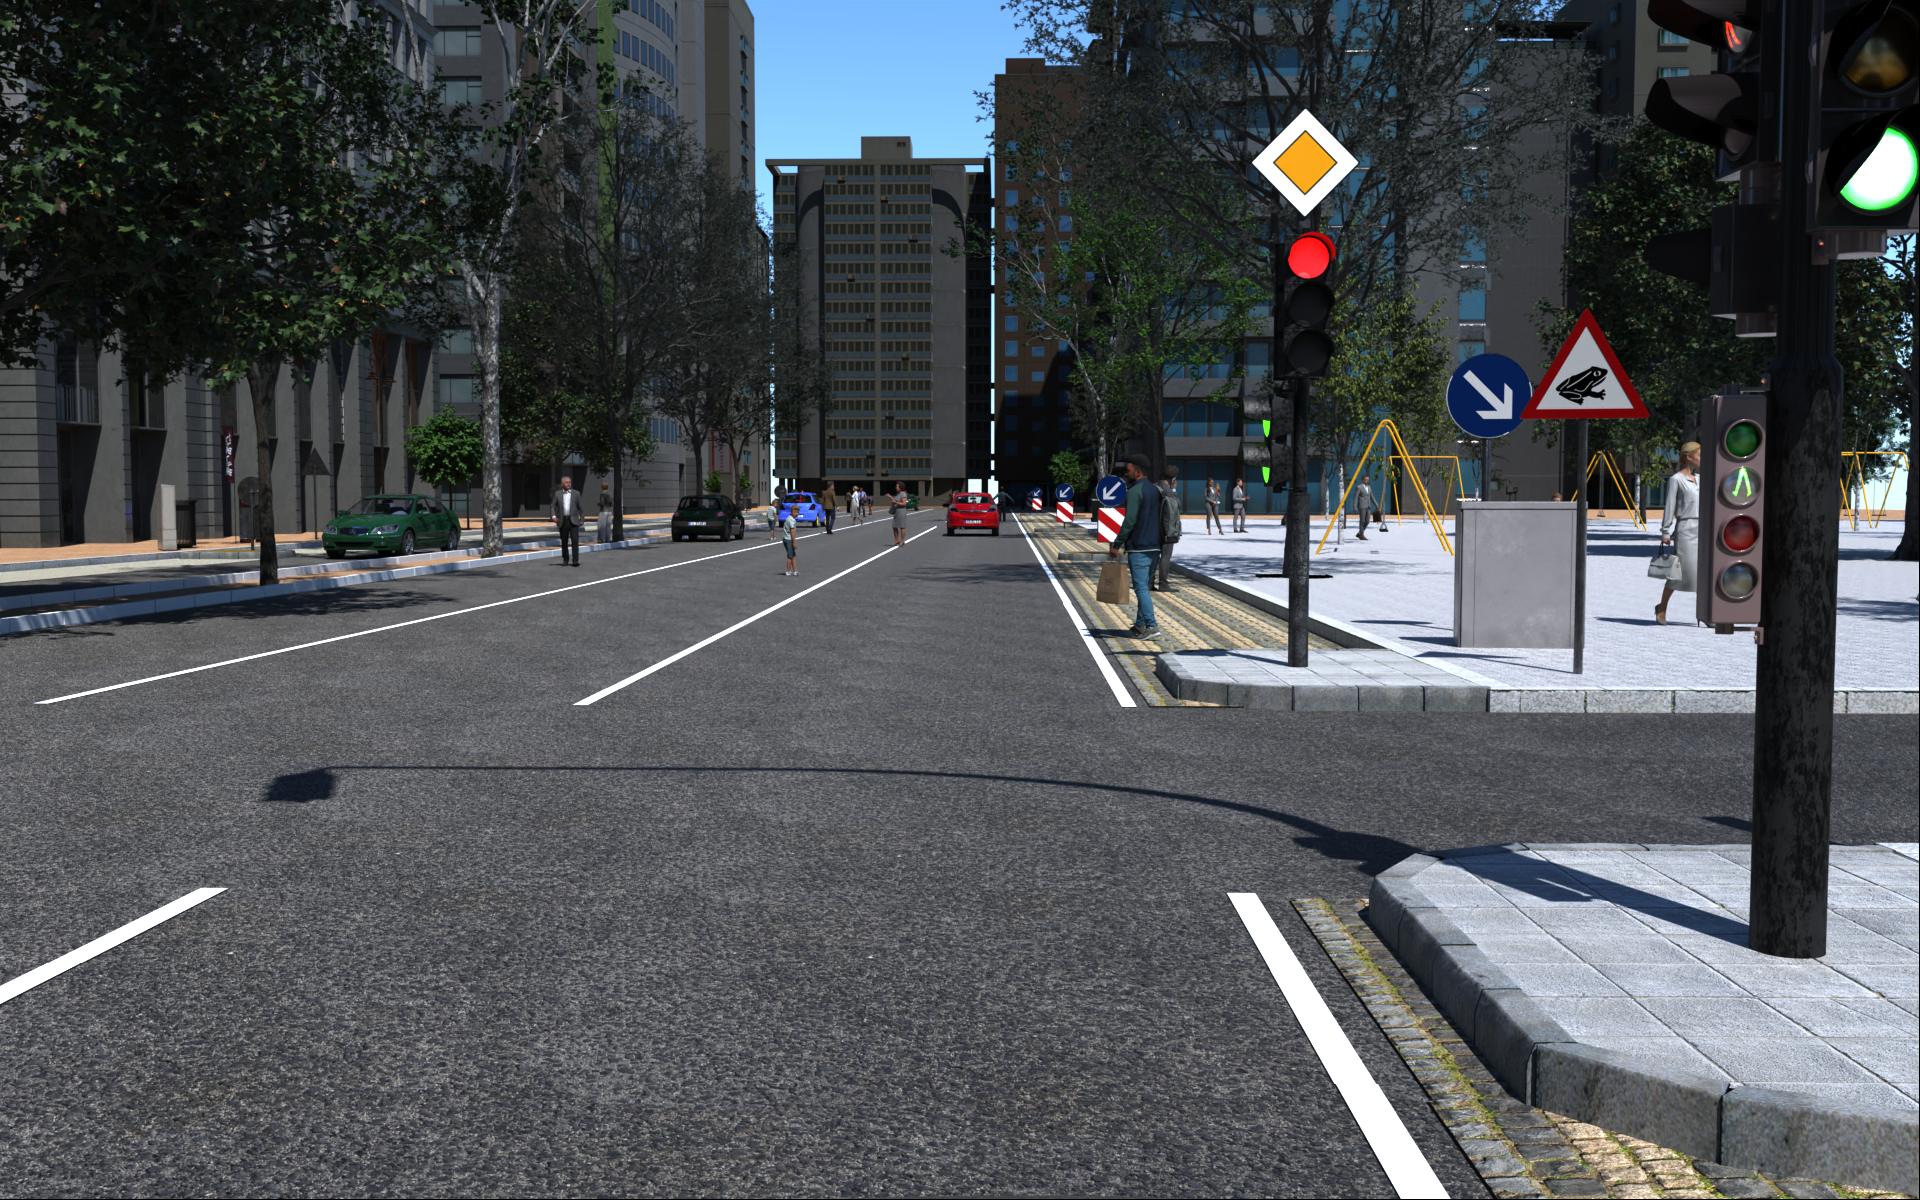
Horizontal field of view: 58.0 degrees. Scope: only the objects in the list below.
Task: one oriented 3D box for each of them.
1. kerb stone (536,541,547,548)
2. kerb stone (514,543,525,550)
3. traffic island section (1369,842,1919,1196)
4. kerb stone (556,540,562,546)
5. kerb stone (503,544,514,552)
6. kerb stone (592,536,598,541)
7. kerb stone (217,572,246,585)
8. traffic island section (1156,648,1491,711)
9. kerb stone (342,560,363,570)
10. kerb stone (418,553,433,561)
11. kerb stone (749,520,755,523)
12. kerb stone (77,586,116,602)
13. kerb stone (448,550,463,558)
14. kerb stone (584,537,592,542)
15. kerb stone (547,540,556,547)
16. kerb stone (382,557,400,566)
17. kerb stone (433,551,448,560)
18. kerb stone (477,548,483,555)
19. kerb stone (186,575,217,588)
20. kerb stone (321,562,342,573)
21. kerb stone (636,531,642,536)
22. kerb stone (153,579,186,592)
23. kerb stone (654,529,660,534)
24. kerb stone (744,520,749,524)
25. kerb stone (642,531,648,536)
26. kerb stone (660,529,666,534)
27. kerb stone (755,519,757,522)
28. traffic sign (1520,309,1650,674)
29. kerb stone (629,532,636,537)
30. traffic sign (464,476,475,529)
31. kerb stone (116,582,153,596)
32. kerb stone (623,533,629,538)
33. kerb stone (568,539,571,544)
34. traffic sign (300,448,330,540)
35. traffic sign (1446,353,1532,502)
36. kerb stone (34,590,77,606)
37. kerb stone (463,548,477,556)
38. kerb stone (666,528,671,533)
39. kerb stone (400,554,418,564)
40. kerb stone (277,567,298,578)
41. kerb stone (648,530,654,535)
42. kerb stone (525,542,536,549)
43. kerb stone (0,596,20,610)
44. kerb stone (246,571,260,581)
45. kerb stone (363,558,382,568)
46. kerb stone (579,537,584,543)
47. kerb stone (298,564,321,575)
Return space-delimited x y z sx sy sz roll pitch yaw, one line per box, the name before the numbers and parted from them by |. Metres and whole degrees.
kerb stone | -11.254 -1.459 46.071 0.120 0.150 1.000 0 4 1
kerb stone | -11.306 -1.335 44.015 0.120 0.150 1.000 0 4 1
traffic island section | 2.344 1.063 4.898 2.009 0.180 2.903 0 4 1
kerb stone | -11.213 -1.585 48.118 0.120 0.150 1.000 0 4 1
kerb stone | -11.328 -1.272 42.989 0.120 0.150 1.000 0 4 1
kerb stone | -11.106 -1.833 52.216 0.120 0.150 1.000 0 4 1
kerb stone | -11.701 -0.331 27.602 0.120 0.150 1.000 0 4 1
traffic island section | 2.535 0.575 12.881 2.009 0.180 2.903 0 4 1
kerb stone | -11.577 -0.644 32.730 0.120 0.150 1.000 0 4 1
kerb stone | -11.484 -0.894 36.831 0.120 0.150 1.000 0 4 1
kerb stone | -10.326 -3.841 85.002 0.120 0.150 1.000 0 4 1
kerb stone | -11.800 -0.080 23.496 0.120 0.150 1.000 0 4 1
kerb stone | -11.426 -1.021 38.881 0.120 0.150 1.000 0 4 1
kerb stone | -11.133 -1.774 51.194 0.120 0.150 1.000 0 4 1
kerb stone | -11.235 -1.523 47.095 0.120 0.150 1.000 0 4 1
kerb stone | -11.530 -0.766 34.786 0.120 0.150 1.000 0 4 1
kerb stone | -11.456 -0.958 37.853 0.120 0.150 1.000 0 4 1
kerb stone | -11.379 -1.146 40.932 0.120 0.150 1.000 0 4 1
kerb stone | -11.724 -0.263 26.570 0.120 0.150 1.000 0 4 1
kerb stone | -11.601 -0.580 31.698 0.120 0.150 1.000 0 4 1
kerb stone | -10.956 -2.207 58.370 0.120 0.150 1.000 0 4 1
kerb stone | -11.752 -0.205 25.548 0.120 0.150 1.000 0 4 1
kerb stone | -10.885 -2.400 61.453 0.120 0.150 1.000 0 4 1
kerb stone | -10.369 -3.716 82.952 0.120 0.150 1.000 0 4 1
kerb stone | -10.938 -2.275 59.402 0.120 0.150 1.000 0 4 1
kerb stone | -10.863 -2.460 62.475 0.120 0.150 1.000 0 4 1
kerb stone | -10.300 -3.904 86.027 0.120 0.150 1.000 0 4 1
traffic sign | 4.408 -0.751 12.282 0.884 2.594 0.081 0 4 6
kerb stone | -10.994 -2.143 57.346 0.120 0.150 1.000 0 4 1
traffic sign | -18.176 -3.905 63.947 0.768 2.556 0.104 0 4 3
kerb stone | -11.773 -0.143 24.525 0.120 0.150 1.000 0 4 1
kerb stone | -11.012 -2.087 56.324 0.120 0.150 1.000 0 4 1
kerb stone | -11.185 -1.648 49.145 0.120 0.150 1.000 0 4 1
traffic sign | -18.157 -2.983 48.774 0.884 2.594 0.081 0 4 8
traffic sign | 4.795 -0.959 15.789 0.768 2.556 0.104 0 4 4
kerb stone | -11.823 -0.017 22.474 0.120 0.150 1.000 0 4 1
kerb stone | -11.401 -1.080 39.910 0.120 0.150 1.000 0 4 1
kerb stone | -10.834 -2.526 63.498 0.120 0.150 1.000 0 4 1
kerb stone | -11.497 -0.827 35.808 0.120 0.150 1.000 0 4 1
kerb stone | -11.645 -0.456 29.653 0.120 0.150 1.000 0 4 1
kerb stone | -10.922 -2.338 60.428 0.120 0.150 1.000 0 4 1
kerb stone | -11.285 -1.397 45.037 0.120 0.150 1.000 0 4 1
kerb stone | -11.842 0.046 21.452 0.120 0.150 1.000 0 4 1
kerb stone | -11.673 -0.389 28.624 0.120 0.150 1.000 0 4 1
kerb stone | -11.552 -0.708 33.763 0.120 0.150 1.000 0 4 1
kerb stone | -11.156 -1.709 50.172 0.120 0.150 1.000 0 4 1
kerb stone | -11.626 -0.519 30.675 0.120 0.150 1.000 0 4 1
